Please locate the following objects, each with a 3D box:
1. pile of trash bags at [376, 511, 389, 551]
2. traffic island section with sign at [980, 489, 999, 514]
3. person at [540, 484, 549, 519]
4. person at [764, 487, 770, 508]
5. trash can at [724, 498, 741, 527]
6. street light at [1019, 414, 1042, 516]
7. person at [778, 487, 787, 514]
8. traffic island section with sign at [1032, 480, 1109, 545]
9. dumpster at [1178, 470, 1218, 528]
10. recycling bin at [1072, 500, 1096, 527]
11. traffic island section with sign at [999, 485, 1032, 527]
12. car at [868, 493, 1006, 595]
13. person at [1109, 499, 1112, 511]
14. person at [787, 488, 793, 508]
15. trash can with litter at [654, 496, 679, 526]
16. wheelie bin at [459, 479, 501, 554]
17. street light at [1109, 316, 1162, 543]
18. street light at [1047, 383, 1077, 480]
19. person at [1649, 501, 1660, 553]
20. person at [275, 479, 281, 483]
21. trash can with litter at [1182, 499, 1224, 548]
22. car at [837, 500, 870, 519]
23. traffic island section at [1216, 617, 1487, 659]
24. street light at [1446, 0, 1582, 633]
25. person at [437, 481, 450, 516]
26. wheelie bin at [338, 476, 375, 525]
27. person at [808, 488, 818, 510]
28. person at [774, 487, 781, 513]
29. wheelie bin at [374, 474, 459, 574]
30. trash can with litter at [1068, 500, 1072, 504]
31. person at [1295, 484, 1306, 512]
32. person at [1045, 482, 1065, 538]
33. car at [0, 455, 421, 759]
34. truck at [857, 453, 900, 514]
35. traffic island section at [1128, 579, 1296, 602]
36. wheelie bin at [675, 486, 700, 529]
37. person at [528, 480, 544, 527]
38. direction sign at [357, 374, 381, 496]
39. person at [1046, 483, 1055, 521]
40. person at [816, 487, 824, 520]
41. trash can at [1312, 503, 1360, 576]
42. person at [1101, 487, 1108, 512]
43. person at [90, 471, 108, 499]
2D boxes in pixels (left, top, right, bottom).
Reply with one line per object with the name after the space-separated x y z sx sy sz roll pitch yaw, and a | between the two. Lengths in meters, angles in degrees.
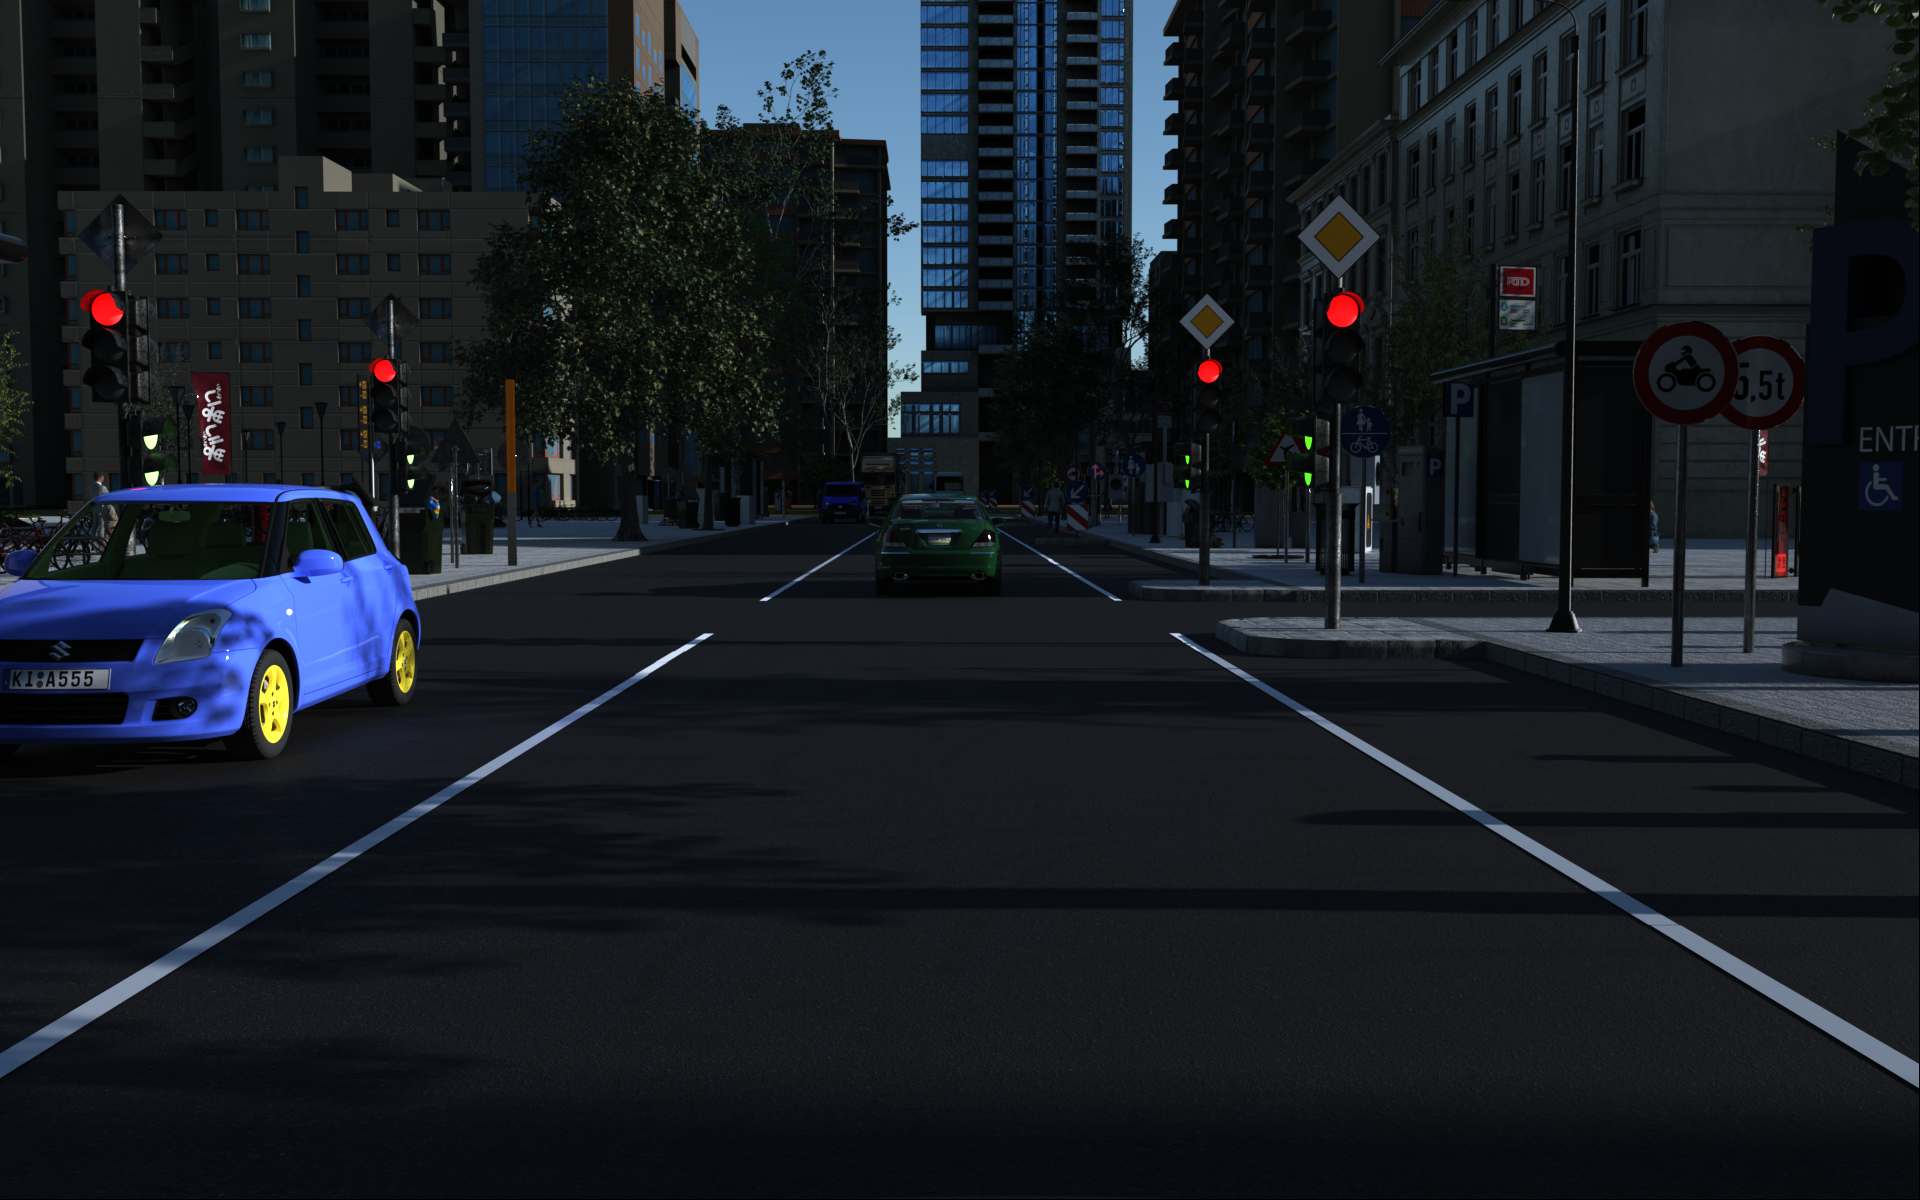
-12.729 -1.667 37.001 1.912 1.369 3.447 -2 4 -29 | pile of trash bags
2.263 -7.197 126.295 1.989 1.847 2.006 0 4 -1 | traffic island section with sign
-21.553 -5.081 89.369 0.600 1.795 0.529 1 4 19 | person
-12.823 -6.619 114.819 0.434 1.755 0.990 -1 4 -18 | person
-8.966 -3.463 68.280 0.748 1.137 0.748 0 3 0 | trash can
4.021 -7.768 99.540 1.470 5.913 1.316 0 4 -1 | street light
-11.534 -6.540 113.062 0.705 1.812 1.348 -3 5 -43 | person
3.186 -2.500 49.496 1.989 1.847 2.006 0 4 -1 | traffic island section with sign
9.081 -3.925 66.669 1.502 2.255 1.985 0 4 -1 | dumpster
4.889 -3.420 68.467 0.722 1.027 0.722 2 4 33 | recycling bin
2.857 -4.148 76.449 1.989 1.847 2.006 0 4 -1 | traffic island section with sign
-0.343 -0.876 26.126 2.131 1.459 4.920 0 4 -1 | car
11.513 -7.766 133.106 0.705 1.814 1.350 1 4 18 | person
-15.410 -9.242 157.020 0.709 1.838 0.599 2 4 27 | person
-11.300 -3.603 69.963 2.233 1.210 1.678 -1 4 -14 | trash can with litter
-10.282 -1.779 36.998 0.980 1.594 0.693 -2 4 -28 | wheelie bin
4.579 -4.447 45.248 1.470 5.913 1.316 0 4 -1 | street light
4.331 -6.111 72.464 1.470 5.913 1.316 0 4 -1 | street light
14.857 -1.607 37.815 1.012 1.151 0.738 -3 4 -38 | person
-25.019 -3.512 63.562 0.679 1.850 0.850 2 4 27 | person
5.835 -1.835 41.392 1.055 1.170 0.624 3 5 42 | trash can with litter
-6.377 -5.581 103.049 2.131 1.459 4.920 0 4 -1 | car
3.571 0.353 16.511 2.009 0.180 2.903 0 4 -1 | traffic island section
5.096 -2.657 15.988 1.470 5.913 1.316 0 4 -1 | street light
-22.358 -4.209 74.841 0.580 1.828 0.573 -2 4 -32 | person
-10.468 -1.352 30.008 0.693 1.594 0.980 -1 4 -12 | wheelie bin
-11.653 -8.224 140.466 1.348 1.831 0.705 0 4 5 | person
-12.542 -6.882 119.235 0.551 1.740 0.621 -2 4 -30 | person
-8.725 -1.219 27.841 0.980 1.594 0.693 1 4 13 | wheelie bin
6.652 -5.379 99.326 1.055 1.170 0.624 1 4 9 | trash can with litter
16.590 -4.829 84.769 0.755 1.850 0.659 1 4 12 | person
3.104 -2.953 56.620 0.661 1.843 0.795 0 4 5 | person
-4.563 -0.053 10.457 1.945 1.707 3.694 0 4 -1 | car
-5.499 -7.986 119.490 2.839 4.237 11.283 0 4 -1 | truck
3.476 -0.135 24.496 2.009 0.180 2.903 0 4 -1 | traffic island section
-10.174 -3.465 64.554 0.693 1.594 0.980 3 5 44 | wheelie bin
-16.396 -3.716 66.826 0.654 1.822 0.581 -2 4 -28 | person
-11.277 -2.516 33.128 0.379 3.537 0.876 0 4 7 | direction sign
4.351 -4.727 83.513 0.419 1.800 0.721 -1 4 -10 | person
-7.656 -5.297 95.294 0.419 1.800 0.721 3 5 43 | person
5.944 -0.965 27.434 0.748 1.137 0.748 0 3 0 | trash can
10.630 -7.345 126.077 0.705 1.831 1.348 -2 4 -35 | person
-19.487 -2.026 39.356 0.511 1.800 0.466 1 4 16 | person
